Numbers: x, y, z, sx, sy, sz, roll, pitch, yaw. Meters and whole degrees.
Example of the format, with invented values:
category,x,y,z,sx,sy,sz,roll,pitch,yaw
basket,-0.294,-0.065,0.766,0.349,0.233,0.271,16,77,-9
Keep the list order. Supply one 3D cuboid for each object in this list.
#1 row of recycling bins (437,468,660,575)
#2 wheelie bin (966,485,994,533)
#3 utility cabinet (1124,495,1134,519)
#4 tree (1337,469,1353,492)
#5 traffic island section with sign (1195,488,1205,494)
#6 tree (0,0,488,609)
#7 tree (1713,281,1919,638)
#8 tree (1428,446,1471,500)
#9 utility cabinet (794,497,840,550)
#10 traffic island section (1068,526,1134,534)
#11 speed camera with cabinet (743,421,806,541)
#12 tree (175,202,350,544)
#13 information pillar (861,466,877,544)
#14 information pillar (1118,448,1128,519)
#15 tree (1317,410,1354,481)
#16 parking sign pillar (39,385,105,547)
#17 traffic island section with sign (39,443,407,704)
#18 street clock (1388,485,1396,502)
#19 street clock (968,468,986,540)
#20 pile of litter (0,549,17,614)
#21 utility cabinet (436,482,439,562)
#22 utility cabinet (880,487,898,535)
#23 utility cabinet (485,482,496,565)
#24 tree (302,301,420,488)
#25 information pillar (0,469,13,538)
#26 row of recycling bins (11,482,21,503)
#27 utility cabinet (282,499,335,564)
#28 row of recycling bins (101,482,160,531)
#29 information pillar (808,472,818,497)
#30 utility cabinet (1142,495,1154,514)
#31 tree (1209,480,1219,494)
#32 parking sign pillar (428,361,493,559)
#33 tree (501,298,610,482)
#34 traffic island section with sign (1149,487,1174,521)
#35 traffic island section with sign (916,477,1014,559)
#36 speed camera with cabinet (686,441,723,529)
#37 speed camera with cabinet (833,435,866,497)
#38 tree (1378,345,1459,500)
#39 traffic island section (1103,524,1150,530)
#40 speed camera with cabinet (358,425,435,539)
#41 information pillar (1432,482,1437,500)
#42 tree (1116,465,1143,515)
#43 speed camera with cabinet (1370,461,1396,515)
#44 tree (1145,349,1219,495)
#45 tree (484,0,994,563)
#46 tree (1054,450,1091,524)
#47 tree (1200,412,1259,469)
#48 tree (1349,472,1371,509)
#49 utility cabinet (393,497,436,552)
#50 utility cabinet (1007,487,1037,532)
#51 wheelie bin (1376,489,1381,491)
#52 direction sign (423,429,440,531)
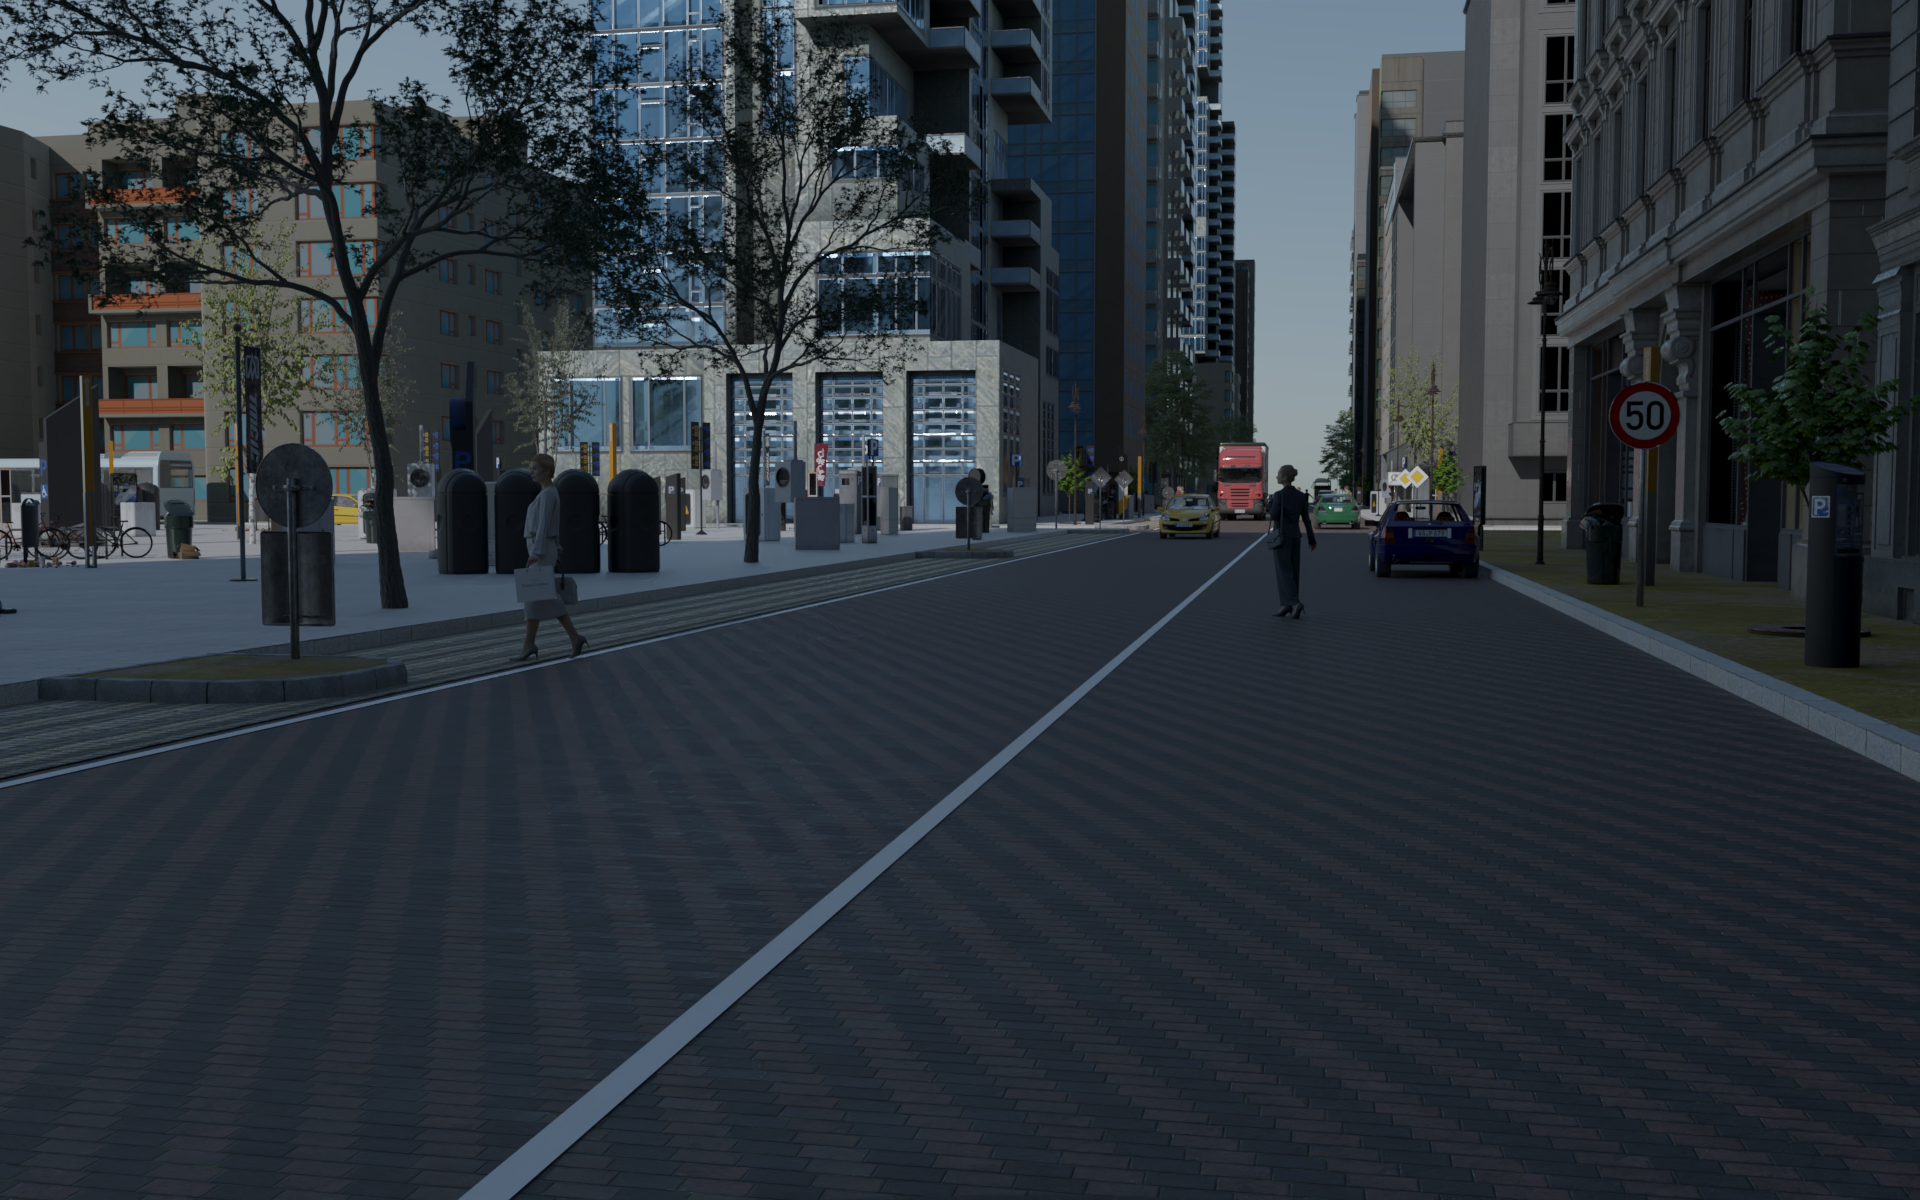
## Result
category,x,y,z,sx,sy,sz,roll,pitch,yaw
row of recycling bins,-6.674,-1.288,28.172,3.534,1.692,1.069,-1,4,-11
wheelie bin,0.673,-3.019,57.273,0.980,1.594,0.693,-1,4,-20
utility cabinet,8.669,-4.786,89.409,0.306,1.237,1.020,-1,4,-12
tree,50.705,-14.813,225.907,4.285,4.588,4.351,0,3,0
traffic island section with sign,16.682,-6.813,120.020,1.989,1.847,2.006,1,4,11
tree,-6.651,-5.196,19.371,7.601,10.594,8.767,2,4,30
tree,7.796,-1.306,15.955,1.663,3.219,1.824,0,3,0
tree,19.359,-4.520,68.507,1.663,3.219,1.824,0,3,0
utility cabinet,-3.292,-1.755,39.859,1.020,1.237,0.306,-1,4,-12
traffic island section,5.105,-2.511,63.339,2.009,0.180,2.903,1,4,11
speed camera with cabinet,-5.065,-3.228,47.108,2.038,3.252,0.660,3,5,44
tree,-18.119,-5.757,44.481,4.737,8.622,4.395,0,3,0
information pillar,-2.358,-2.480,45.046,0.304,2.012,0.304,-3,4,-37
information pillar,8.228,-5.886,87.592,0.504,3.616,0.183,-1,4,-16
tree,52.028,-19.260,233.019,7.486,12.596,7.792,0,3,0
parking sign pillar,-21.808,-3.301,42.447,1.447,3.967,1.447,3,4,37
traffic island section with sign,-5.219,-0.250,12.723,1.989,1.847,2.006,1,4,11
street clock,20.302,-4.697,81.367,0.358,2.002,0.471,-1,4,-9
street clock,0.477,-2.689,48.541,0.471,2.002,0.358,3,5,43
pile of litter,-10.758,-0.279,18.527,1.176,0.858,1.719,-2,4,-26
utility cabinet,-9.755,-1.480,32.884,0.318,1.500,1.173,-1,4,-15
utility cabinet,-2.220,-2.806,54.551,0.318,1.500,1.173,-1,4,-16
utility cabinet,-8.721,-1.375,31.165,1.173,1.500,0.318,2,4,27
tree,-22.310,-7.032,65.333,4.360,8.622,3.978,0,3,0
information pillar,-27.669,-2.796,50.200,0.304,2.012,0.304,-2,4,-35
row of recycling bins,-31.668,-2.939,55.170,3.534,1.692,1.069,0,4,1
utility cabinet,-11.737,-1.228,31.240,0.306,1.237,1.020,1,4,22
row of recycling bins,-29.415,-3.279,60.732,1.069,1.692,3.534,1,4,10
information pillar,-4.933,-3.282,58.153,0.304,2.012,0.304,0,4,-1
utility cabinet,12.442,-6.327,114.606,0.306,1.237,1.020,3,5,44
tree,30.557,-12.802,203.905,1.663,3.219,1.824,0,3,0
parking sign pillar,-9.913,-2.823,34.636,1.447,3.967,1.447,-1,4,-13
tree,-14.963,-6.916,63.433,4.360,8.622,3.978,0,3,0
traffic island section with sign,11.292,-5.198,93.607,1.989,1.847,2.006,1,4,11
traffic island section with sign,0.158,-1.866,39.138,1.989,1.847,2.006,1,4,11
speed camera with cabinet,-9.692,-4.303,64.685,0.660,3.252,2.038,-3,5,-43
speed camera with cabinet,-3.678,-3.918,58.401,0.660,3.252,2.038,-2,4,-25
tree,22.946,-8.333,86.600,4.737,8.622,4.395,0,3,0
traffic island section,6.702,-2.990,71.164,2.009,0.180,2.903,1,4,11
speed camera with cabinet,-16.077,-3.368,49.402,2.038,3.252,0.660,-1,4,-8
information pillar,23.128,-4.873,84.160,0.304,2.012,0.304,-2,4,-26
tree,10.491,-6.775,105.371,1.663,3.219,1.824,0,3,0
speed camera with cabinet,25.573,-6.751,104.720,0.660,3.252,2.038,-1,4,-16
tree,16.372,-13.318,135.877,7.486,12.596,7.792,0,3,0
tree,-3.867,-5.958,31.828,8.767,10.594,7.601,-1,4,-12
tree,4.863,-4.903,74.773,1.663,3.219,1.824,0,3,0
tree,34.466,-17.957,219.347,9.928,11.665,9.643,0,3,0
tree,34.461,-9.420,148.623,1.663,3.219,1.824,0,3,0
utility cabinet,-12.320,-1.693,38.846,1.020,1.237,0.306,-2,4,-28
utility cabinet,2.057,-3.005,57.808,0.318,1.500,1.173,3,5,42
wheelie bin,26.242,-6.150,108.461,0.693,1.594,0.980,3,4,36
direction sign,-18.441,-4.186,60.437,0.876,3.537,0.379,2,4,35
